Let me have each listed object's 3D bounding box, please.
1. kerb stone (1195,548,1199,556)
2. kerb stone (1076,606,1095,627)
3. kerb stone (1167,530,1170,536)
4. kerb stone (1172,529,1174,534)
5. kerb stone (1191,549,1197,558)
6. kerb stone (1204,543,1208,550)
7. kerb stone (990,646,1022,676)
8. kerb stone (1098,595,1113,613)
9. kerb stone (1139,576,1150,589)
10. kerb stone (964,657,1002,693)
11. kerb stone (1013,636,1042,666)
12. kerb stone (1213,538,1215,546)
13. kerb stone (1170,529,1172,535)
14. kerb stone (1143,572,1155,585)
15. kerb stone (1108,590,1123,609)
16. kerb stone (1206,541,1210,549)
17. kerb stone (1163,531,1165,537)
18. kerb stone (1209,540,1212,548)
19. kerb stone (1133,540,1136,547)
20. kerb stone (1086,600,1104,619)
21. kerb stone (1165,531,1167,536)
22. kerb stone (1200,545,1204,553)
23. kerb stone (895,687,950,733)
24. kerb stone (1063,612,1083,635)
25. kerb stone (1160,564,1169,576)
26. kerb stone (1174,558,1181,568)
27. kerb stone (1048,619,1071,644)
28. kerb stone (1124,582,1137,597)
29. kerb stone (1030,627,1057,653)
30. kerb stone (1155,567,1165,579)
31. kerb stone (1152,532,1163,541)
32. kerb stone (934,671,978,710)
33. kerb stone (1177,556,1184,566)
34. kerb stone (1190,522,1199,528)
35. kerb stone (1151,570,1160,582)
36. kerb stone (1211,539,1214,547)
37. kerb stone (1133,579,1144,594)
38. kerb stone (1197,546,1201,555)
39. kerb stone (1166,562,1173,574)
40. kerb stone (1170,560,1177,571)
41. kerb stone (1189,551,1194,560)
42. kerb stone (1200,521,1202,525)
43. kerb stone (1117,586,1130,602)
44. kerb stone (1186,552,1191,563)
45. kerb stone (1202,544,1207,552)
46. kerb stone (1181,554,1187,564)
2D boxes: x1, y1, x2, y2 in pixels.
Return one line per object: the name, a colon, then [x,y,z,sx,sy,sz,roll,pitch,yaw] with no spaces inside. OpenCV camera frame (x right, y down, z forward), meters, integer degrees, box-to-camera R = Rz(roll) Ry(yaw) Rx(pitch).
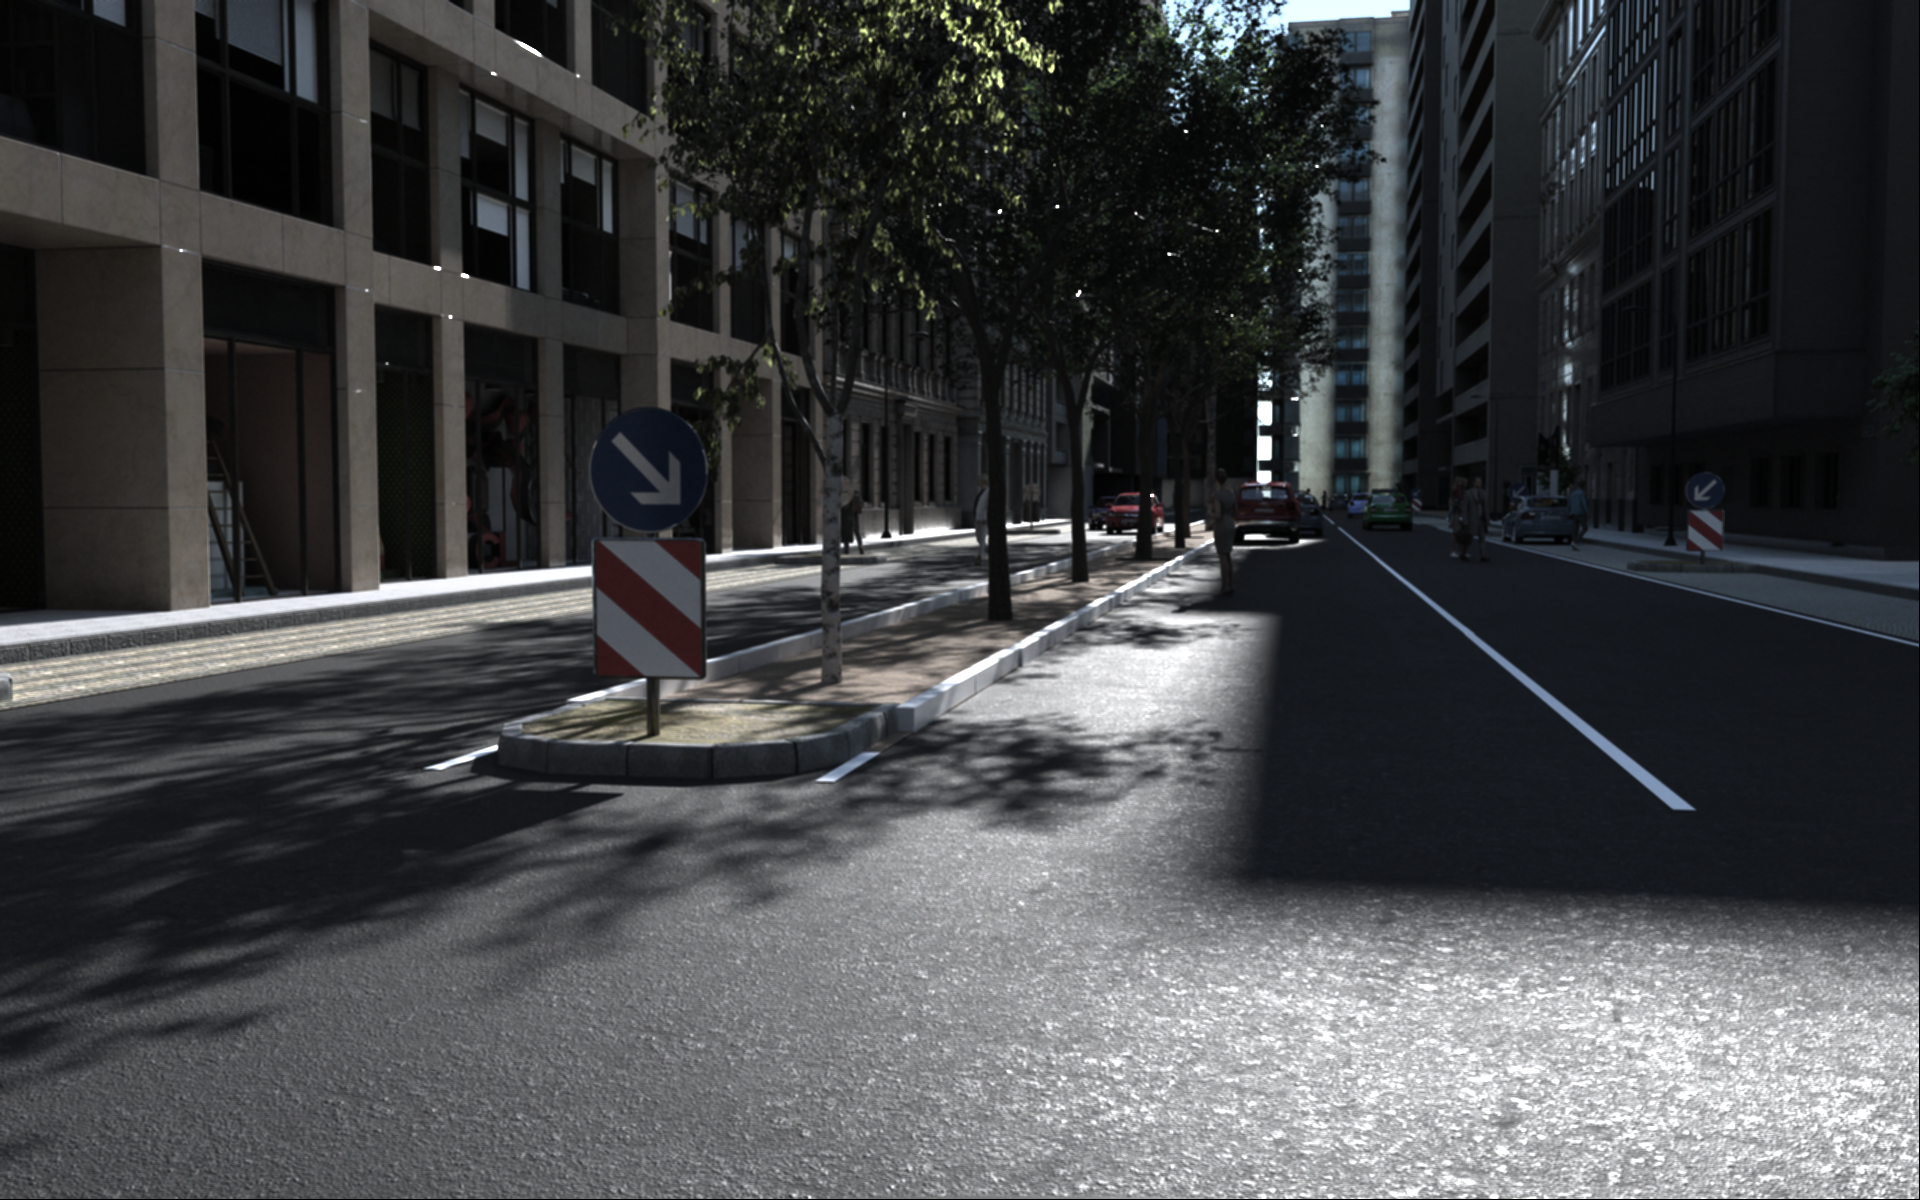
kerb stone: [5.248,-1.028,39.059,0.120,0.150,1.000,1,4,11]
kerb stone: [1.328,0.199,18.940,0.120,0.150,1.000,1,4,11]
kerb stone: [6.906,-2.222,58.566,0.120,0.150,1.000,1,4,11]
kerb stone: [7.302,-2.348,60.588,0.120,0.150,1.000,1,4,11]
kerb stone: [5.055,-0.967,38.049,0.120,0.150,1.000,1,4,11]
kerb stone: [6.032,-1.278,43.084,0.120,0.150,1.000,1,4,11]
kerb stone: [0.339,0.507,13.901,0.120,0.150,1.000,1,4,11]
kerb stone: [1.714,0.075,20.965,0.120,0.150,1.000,1,4,11]
kerb stone: [2.706,-0.228,25.994,0.120,0.150,1.000,1,4,11]
kerb stone: [0.151,0.569,12.892,0.120,0.150,1.000,1,4,11]
kerb stone: [0.556,0.446,14.910,0.120,0.150,1.000,1,4,11]
kerb stone: [6.824,-1.521,47.122,0.120,0.150,1.000,1,4,11]
kerb stone: [7.096,-2.286,59.578,0.120,0.150,1.000,1,4,11]
kerb stone: [2.892,-0.294,26.999,0.120,0.150,1.000,1,4,11]
kerb stone: [1.920,0.014,21.966,0.120,0.150,1.000,1,4,11]
kerb stone: [6.224,-1.340,44.099,0.120,0.150,1.000,1,4,11]
kerb stone: [6.515,-2.101,56.553,0.120,0.150,1.000,1,4,11]
kerb stone: [6.417,-1.401,45.103,0.120,0.150,1.000,1,4,11]
kerb stone: [4.555,-1.478,46.497,0.120,0.150,1.000,1,4,11]
kerb stone: [1.519,0.137,19.958,0.120,0.150,1.000,1,4,11]
kerb stone: [6.712,-2.163,57.562,0.120,0.150,1.000,1,4,11]
kerb stone: [5.641,-1.154,41.070,0.120,0.150,1.000,1,4,11]
kerb stone: [-0.239,0.692,10.883,0.120,0.150,1.000,1,4,11]
kerb stone: [1.131,0.263,17.937,0.120,0.150,1.000,1,4,11]
kerb stone: [3.485,-0.478,30.009,0.120,0.150,1.000,1,4,11]
kerb stone: [4.075,-0.662,33.022,0.120,0.150,1.000,1,4,11]
kerb stone: [0.939,0.322,16.930,0.120,0.150,1.000,1,4,11]
kerb stone: [2.307,-0.109,23.985,0.120,0.150,1.000,1,4,11]
kerb stone: [0.738,0.384,15.919,0.120,0.150,1.000,1,4,11]
kerb stone: [3.286,-0.416,29.006,0.120,0.150,1.000,1,4,11]
kerb stone: [6.315,-2.038,55.536,0.120,0.150,1.000,1,4,11]
kerb stone: [-0.047,0.630,11.887,0.120,0.150,1.000,1,4,11]
kerb stone: [4.267,-0.724,34.026,0.120,0.150,1.000,1,4,11]
kerb stone: [10.249,-3.272,75.700,0.120,0.150,1.000,1,4,11]
kerb stone: [3.088,-0.355,28.003,0.120,0.150,1.000,1,4,11]
kerb stone: [6.616,-1.462,46.121,0.120,0.150,1.000,1,4,11]
kerb stone: [2.509,-0.169,24.991,0.120,0.150,1.000,1,4,11]
kerb stone: [5.438,-1.093,40.068,0.120,0.150,1.000,1,4,11]
kerb stone: [3.677,-0.539,31.013,0.120,0.150,1.000,1,4,11]
kerb stone: [3.874,-0.601,32.019,0.120,0.150,1.000,1,4,11]
kerb stone: [4.860,-0.905,37.045,0.120,0.150,1.000,1,4,11]
kerb stone: [10.643,-3.393,77.711,0.120,0.150,1.000,1,4,11]
kerb stone: [2.111,-0.048,22.981,0.120,0.150,1.000,1,4,11]
kerb stone: [4.659,-0.846,36.033,0.120,0.150,1.000,1,4,11]
kerb stone: [5.845,-1.216,42.079,0.120,0.150,1.000,1,4,11]
kerb stone: [4.455,-0.785,35.031,0.120,0.150,1.000,1,4,11]
